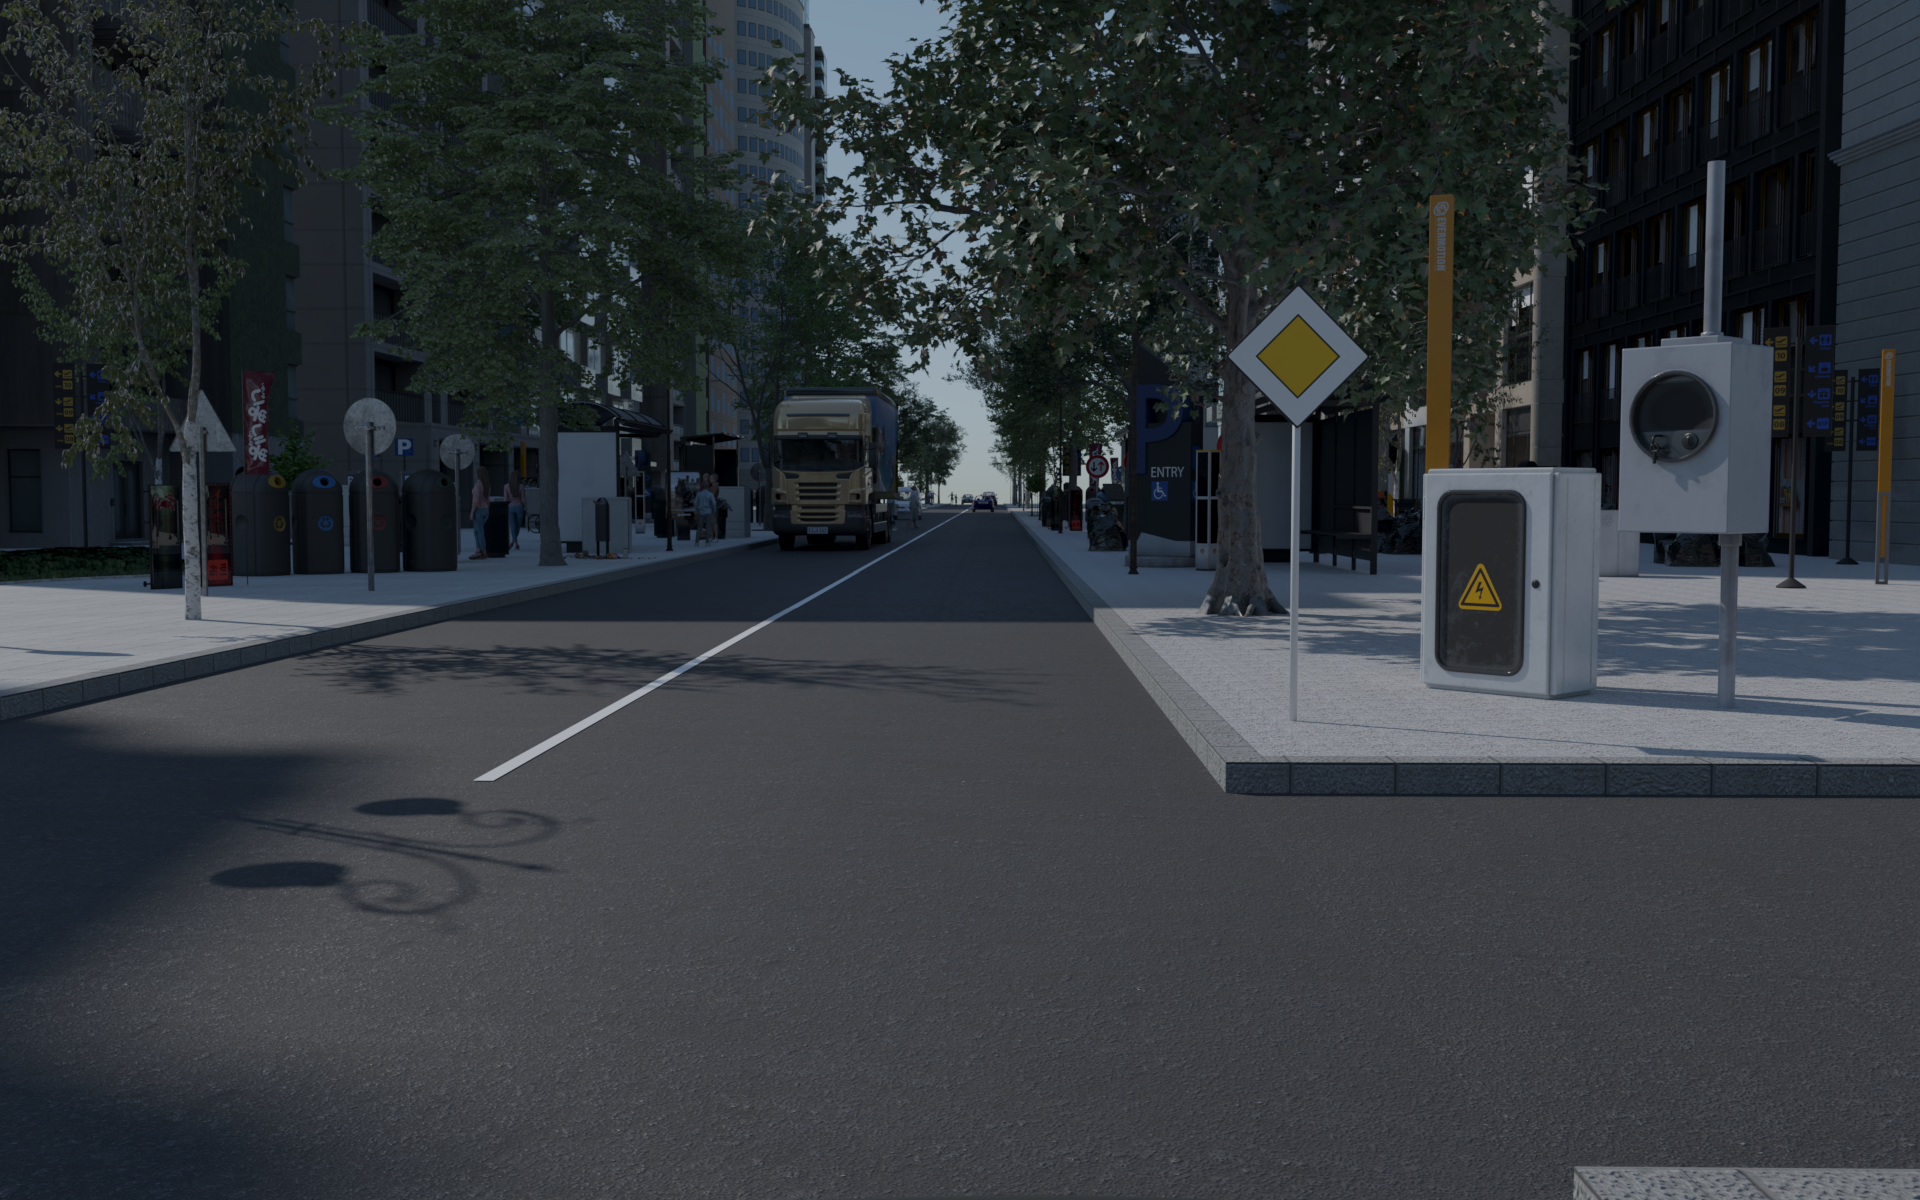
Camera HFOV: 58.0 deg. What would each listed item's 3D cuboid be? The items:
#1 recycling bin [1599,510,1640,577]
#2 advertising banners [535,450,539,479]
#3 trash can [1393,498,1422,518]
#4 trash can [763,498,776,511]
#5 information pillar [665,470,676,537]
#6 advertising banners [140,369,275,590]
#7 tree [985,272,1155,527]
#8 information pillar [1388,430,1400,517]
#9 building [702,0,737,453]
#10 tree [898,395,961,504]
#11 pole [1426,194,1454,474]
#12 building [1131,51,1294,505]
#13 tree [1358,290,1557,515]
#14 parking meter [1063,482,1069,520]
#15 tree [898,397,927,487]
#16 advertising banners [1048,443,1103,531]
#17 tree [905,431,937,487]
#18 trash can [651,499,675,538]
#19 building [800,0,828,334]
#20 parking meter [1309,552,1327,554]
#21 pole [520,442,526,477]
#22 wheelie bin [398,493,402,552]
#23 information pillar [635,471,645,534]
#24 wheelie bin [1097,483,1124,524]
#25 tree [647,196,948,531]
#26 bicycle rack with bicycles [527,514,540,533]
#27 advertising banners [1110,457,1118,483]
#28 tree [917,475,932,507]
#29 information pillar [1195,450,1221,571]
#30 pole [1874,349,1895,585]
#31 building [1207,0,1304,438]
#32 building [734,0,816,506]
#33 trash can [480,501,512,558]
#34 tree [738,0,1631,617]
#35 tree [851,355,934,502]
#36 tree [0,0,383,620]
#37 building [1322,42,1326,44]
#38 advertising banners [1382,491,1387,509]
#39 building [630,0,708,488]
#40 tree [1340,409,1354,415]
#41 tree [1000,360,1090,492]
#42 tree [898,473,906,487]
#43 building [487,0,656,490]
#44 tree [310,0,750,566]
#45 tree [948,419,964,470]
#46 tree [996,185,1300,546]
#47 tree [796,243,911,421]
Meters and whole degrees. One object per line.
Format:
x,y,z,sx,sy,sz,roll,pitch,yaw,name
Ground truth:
10.148,-0.891,27.116,0.722,1.027,0.722,0,4,-3,recycling bin
-17.192,-4.504,69.836,0.090,3.025,2.074,-2,4,-24,advertising banners
15.588,-2.949,59.869,0.748,1.137,0.748,0,3,0,trash can
-7.511,-3.516,69.148,0.748,1.137,0.748,0,3,0,trash can
-8.685,-2.902,51.943,0.304,2.012,0.304,-1,4,-10,information pillar
-10.334,-1.697,23.930,0.090,3.025,2.074,2,4,33,advertising banners
4.716,-9.071,66.435,7.486,12.596,7.792,0,3,0,tree
15.661,-4.350,62.481,0.504,3.616,0.183,-2,4,-32,information pillar
-25.722,-29.803,137.382,14.600,45.320,14.200,0,4,1,building
-4.045,-19.091,218.800,9.857,13.997,8.962,0,3,0,tree
3.303,-1.108,11.961,0.158,3.312,0.155,0,3,0,pole
34.768,-37.666,205.081,28.713,52.752,27.495,0,4,1,building
12.924,-5.784,44.926,4.360,8.622,3.978,0,3,0,tree
5.185,-4.802,84.220,0.255,1.863,0.399,1,4,23,parking meter
-4.479,-10.839,127.585,4.737,8.622,4.395,0,3,0,tree
4.009,-3.908,60.090,2.074,3.025,0.090,2,4,30,advertising banners
-4.609,-14.553,188.299,4.360,8.622,3.978,0,3,0,tree
-8.651,-2.385,50.655,0.748,1.137,0.748,0,3,0,trash can
-27.555,-55.787,224.790,22.319,86.520,31.000,0,4,1,building
7.721,-1.933,37.323,0.255,1.863,0.399,-1,4,-21,parking meter
-16.951,-4.492,67.283,0.158,3.312,0.155,0,3,0,pole
-12.574,-1.847,38.112,0.693,1.594,0.980,-1,4,-18,wheelie bin
-10.380,-3.163,56.203,0.304,2.012,0.304,0,4,-6,information pillar
4.475,-2.657,51.354,0.980,1.594,0.693,-2,4,-25,wheelie bin
-6.763,-8.205,59.907,9.928,11.665,9.643,0,3,0,tree
-13.188,-2.725,57.928,2.925,0.926,2.852,-2,4,-24,bicycle rack with bicycles
7.881,-5.240,81.870,2.074,3.025,0.090,3,5,44,advertising banners
-3.995,-11.177,177.342,1.663,3.219,1.824,0,3,0,tree
4.144,-1.494,28.927,0.304,2.012,0.304,-3,5,-42,information pillar
13.090,-1.876,24.509,0.158,3.312,0.155,0,3,0,pole
30.844,-31.251,130.561,23.786,49.044,30.456,0,4,1,building
-28.278,-40.006,196.102,21.231,58.520,28.212,0,4,1,building
-9.402,-1.422,34.899,0.748,1.137,0.748,0,3,0,trash can
2.951,-6.187,18.172,9.611,12.733,9.660,0,3,0,tree
-5.068,-10.685,109.114,7.601,10.594,8.767,0,4,-3,tree
-8.078,-4.102,17.424,4.360,8.622,3.978,0,3,0,tree
34.030,-25.170,103.406,32.217,40.220,23.993,0,4,1,building
15.431,-4.269,65.978,2.074,3.025,0.090,-1,4,-17,advertising banners
-26.117,-26.866,122.847,14.154,41.232,14.086,0,4,1,building
13.946,-6.473,56.190,4.360,8.622,3.978,0,3,0,tree
4.162,-7.871,79.048,4.360,8.622,3.978,0,3,0,tree
-5.028,-8.540,134.230,1.663,3.219,1.824,0,3,0,tree
-31.250,-29.384,100.034,23.786,49.044,30.456,0,4,1,building
-7.142,-6.857,30.232,7.486,12.596,7.792,0,3,0,tree
-2.691,-18.788,232.934,9.928,11.665,9.643,0,3,0,tree
4.427,-6.606,42.413,7.601,10.594,8.767,0,4,-2,tree
-5.603,-9.721,77.062,7.486,12.596,7.792,0,3,0,tree
